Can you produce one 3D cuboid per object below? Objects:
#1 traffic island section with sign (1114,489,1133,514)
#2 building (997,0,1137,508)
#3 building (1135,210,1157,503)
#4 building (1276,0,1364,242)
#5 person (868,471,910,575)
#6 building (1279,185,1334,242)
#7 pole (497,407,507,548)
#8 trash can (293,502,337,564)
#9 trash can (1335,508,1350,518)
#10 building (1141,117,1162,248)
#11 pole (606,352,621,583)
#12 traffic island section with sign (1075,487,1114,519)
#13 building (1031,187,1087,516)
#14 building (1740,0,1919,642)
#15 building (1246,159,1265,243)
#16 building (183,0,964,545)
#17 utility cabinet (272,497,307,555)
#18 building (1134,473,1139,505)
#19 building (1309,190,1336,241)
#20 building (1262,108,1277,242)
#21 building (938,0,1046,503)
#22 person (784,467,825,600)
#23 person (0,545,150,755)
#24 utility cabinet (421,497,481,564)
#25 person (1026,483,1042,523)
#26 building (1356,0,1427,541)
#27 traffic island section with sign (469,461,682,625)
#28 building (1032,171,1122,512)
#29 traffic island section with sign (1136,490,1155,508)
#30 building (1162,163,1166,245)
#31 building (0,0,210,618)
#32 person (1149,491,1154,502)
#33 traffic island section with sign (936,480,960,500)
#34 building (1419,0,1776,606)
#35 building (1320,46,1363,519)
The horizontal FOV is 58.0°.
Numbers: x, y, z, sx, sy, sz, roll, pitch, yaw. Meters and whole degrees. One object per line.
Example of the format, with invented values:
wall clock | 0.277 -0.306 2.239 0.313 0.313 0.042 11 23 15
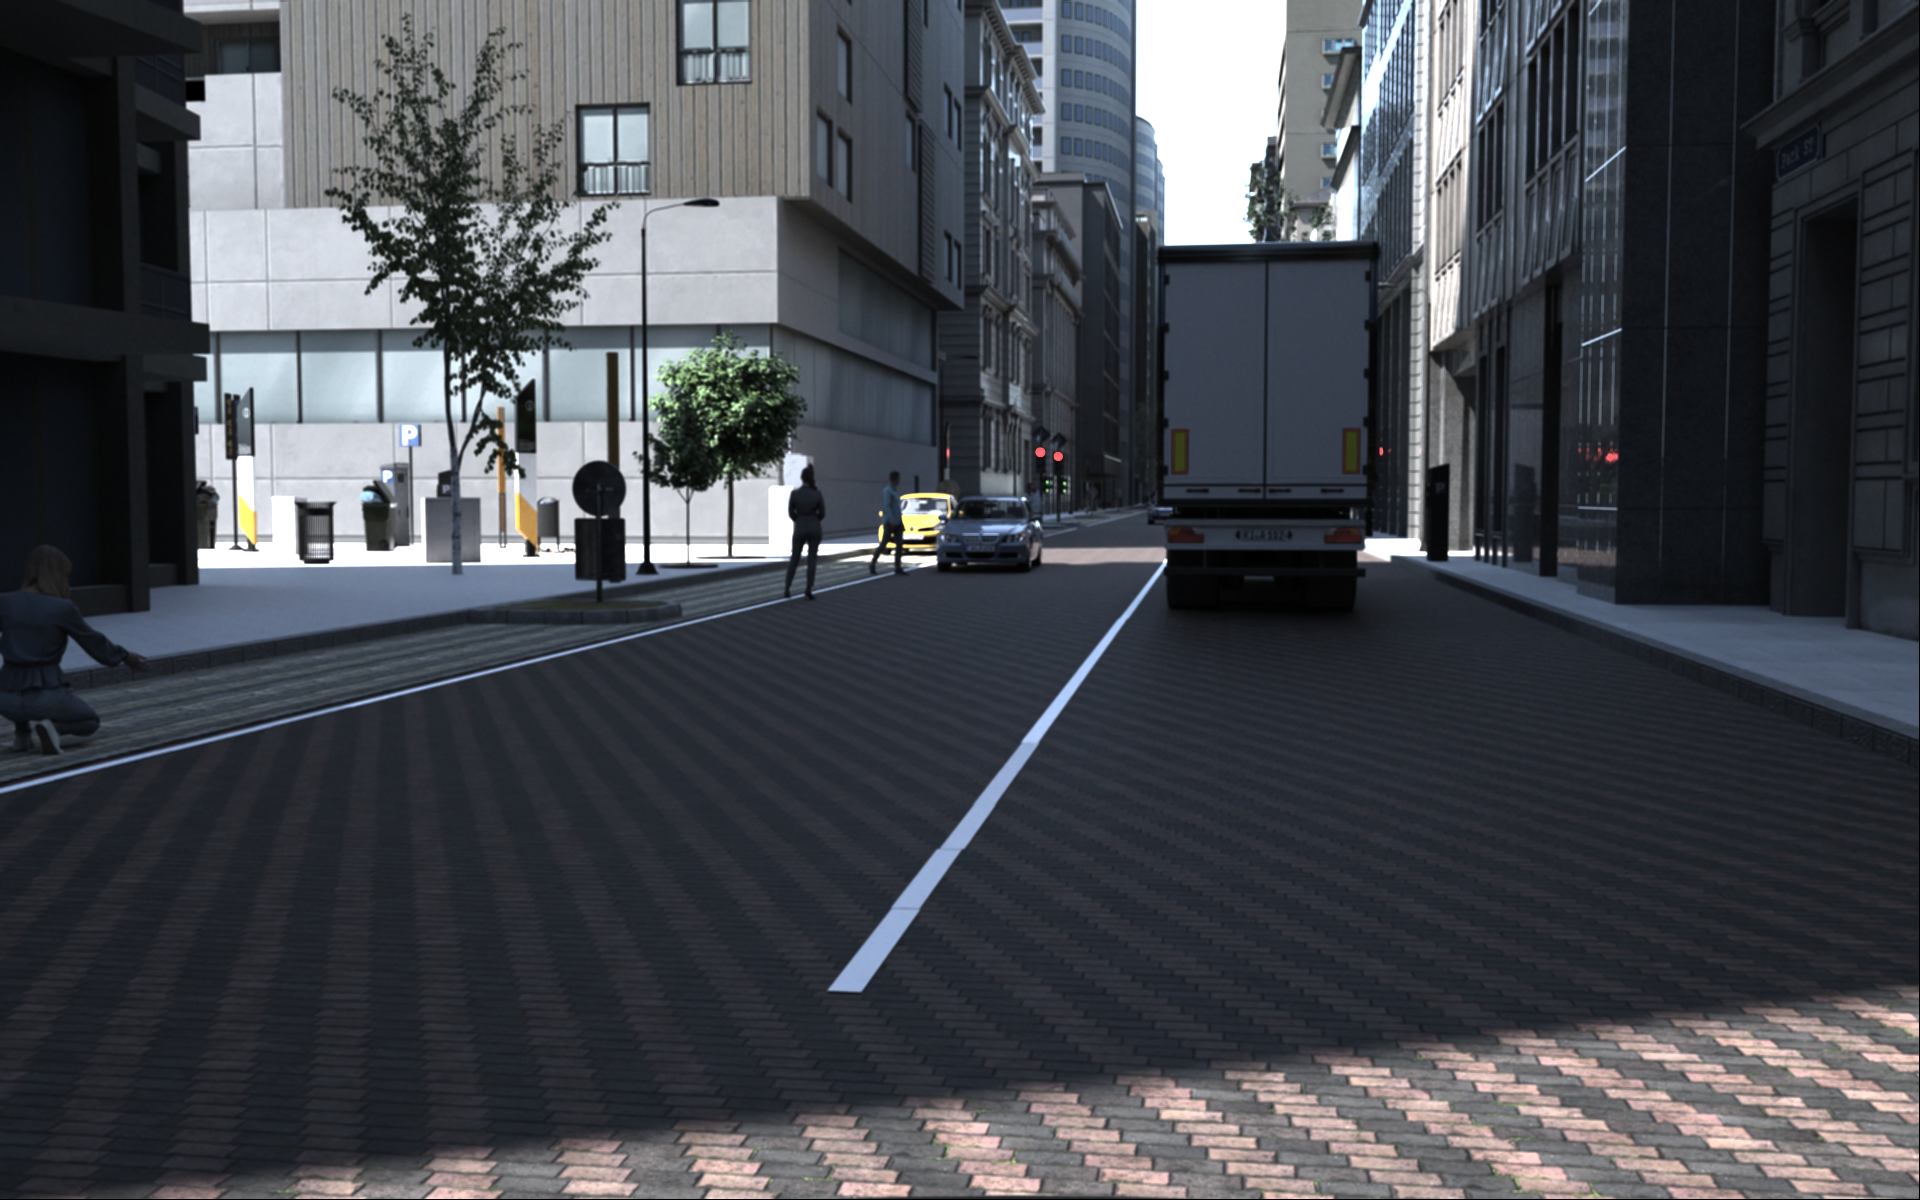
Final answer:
traffic island section with sign | 11.725 -7.281 127.673 1.989 1.847 2.006 1 4 8
building | 5.872 -38.273 167.762 21.231 58.520 28.212 1 4 8
building | 20.310 -34.249 243.572 14.154 41.232 14.086 1 4 8
building | 40.760 -32.950 162.436 21.300 48.544 21.600 1 4 8
person | -1.242 -1.364 30.660 0.748 1.841 0.638 2 4 30
building | 31.897 -20.838 137.969 12.463 27.353 25.104 1 4 8
pole | -10.824 -2.878 40.898 0.158 3.312 0.155 0 3 0
trash can | -11.820 -1.231 31.783 0.748 1.137 0.748 0 3 0
trash can | 14.577 -3.327 66.043 0.748 1.137 0.748 0 3 0
building | 19.090 -44.215 264.912 21.231 58.520 28.212 1 4 8
pole | -5.013 -1.908 25.047 0.158 3.312 0.155 0 3 0
traffic island section with sign | 7.753 -5.650 101.011 1.989 1.847 2.006 1 4 8
building | 0.870 -16.706 114.948 13.314 21.916 24.055 1 4 8
building | 12.383 -10.512 8.030 11.583 22.565 21.152 1 4 8
building | 58.583 -41.305 264.574 28.713 52.752 27.495 1 4 8
building | -14.600 -28.624 57.239 27.495 52.752 28.713 1 4 8
utility cabinet | -14.228 -1.568 36.806 1.020 1.237 0.306 3 5 43
building | 11.649 -47.321 211.950 20.563 71.187 20.611 1 4 8
building | 27.794 -16.054 117.240 10.420 20.320 16.860 1 4 8
building | 47.880 -36.063 209.232 23.786 49.044 30.456 1 4 8
building | -3.496 -18.553 90.723 14.401 28.519 23.554 1 4 8
person | -2.120 -0.907 23.610 0.520 1.790 0.573 -1 4 -17
person | -5.195 0.264 9.682 1.012 1.151 0.738 0 4 -4
utility cabinet | -9.479 -1.291 32.277 1.020 1.237 0.306 -2 4 -30
person | 2.389 -2.879 55.835 0.793 1.790 0.793 2 4 23
building | 18.998 -16.849 52.975 11.434 29.767 29.804 1 4 8
traffic island section with sign | -4.293 -0.686 19.848 1.989 1.847 2.006 1 4 8
building | 5.172 -21.116 138.758 14.314 27.812 24.014 1 4 8
traffic island section with sign | 19.102 -10.331 177.536 1.989 1.847 2.006 1 4 8
building | 23.613 -45.915 292.710 21.231 58.520 28.212 1 4 8
building | -19.623 -21.787 10.838 22.147 44.769 28.867 1 4 8
person | 21.525 -11.341 194.375 0.568 1.767 0.683 1 4 17
traffic island section with sign | -0.332 -2.317 46.512 1.989 1.847 2.006 1 4 8
building | 15.009 -12.861 28.302 12.078 24.808 19.932 1 4 8
building | 32.675 -15.194 81.712 30.059 22.955 16.112 1 4 8
